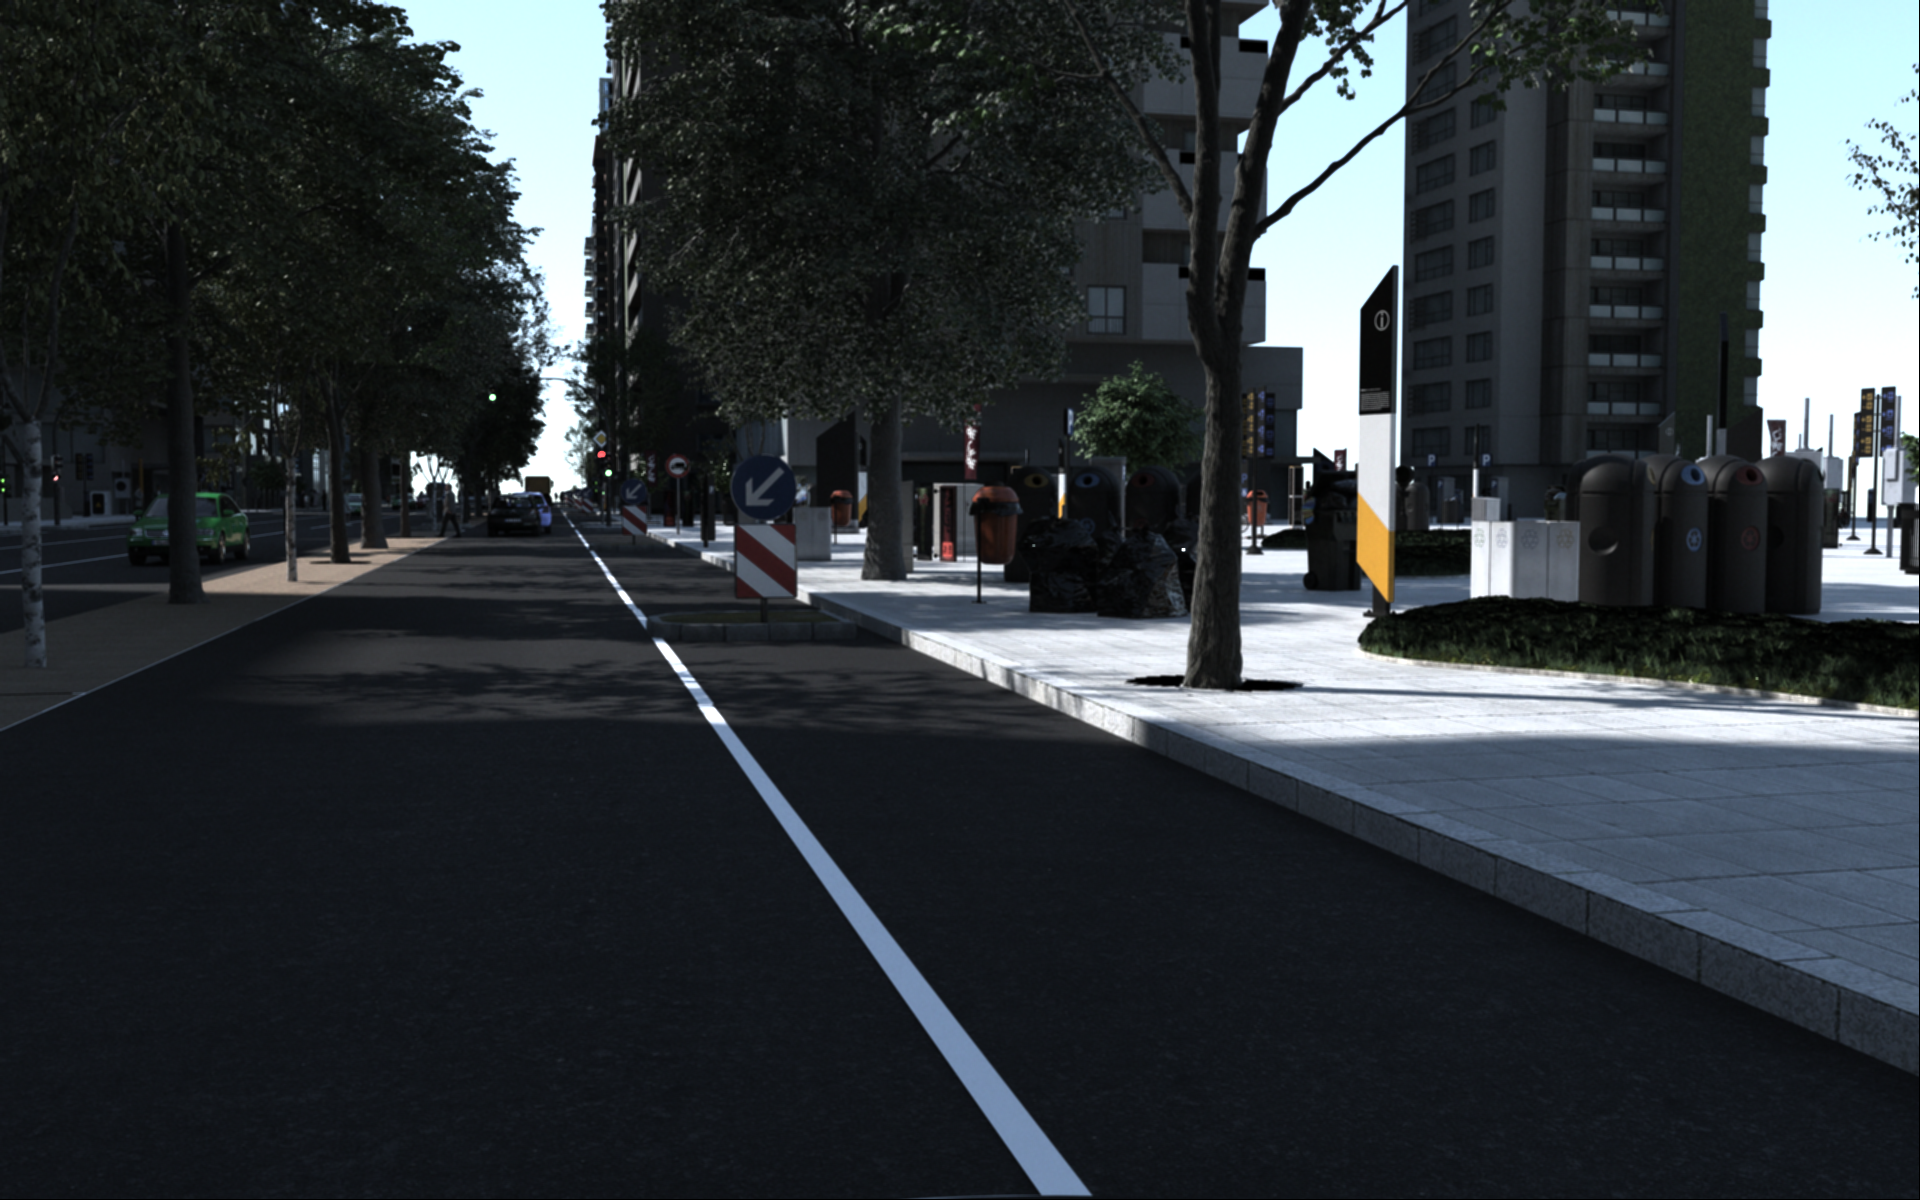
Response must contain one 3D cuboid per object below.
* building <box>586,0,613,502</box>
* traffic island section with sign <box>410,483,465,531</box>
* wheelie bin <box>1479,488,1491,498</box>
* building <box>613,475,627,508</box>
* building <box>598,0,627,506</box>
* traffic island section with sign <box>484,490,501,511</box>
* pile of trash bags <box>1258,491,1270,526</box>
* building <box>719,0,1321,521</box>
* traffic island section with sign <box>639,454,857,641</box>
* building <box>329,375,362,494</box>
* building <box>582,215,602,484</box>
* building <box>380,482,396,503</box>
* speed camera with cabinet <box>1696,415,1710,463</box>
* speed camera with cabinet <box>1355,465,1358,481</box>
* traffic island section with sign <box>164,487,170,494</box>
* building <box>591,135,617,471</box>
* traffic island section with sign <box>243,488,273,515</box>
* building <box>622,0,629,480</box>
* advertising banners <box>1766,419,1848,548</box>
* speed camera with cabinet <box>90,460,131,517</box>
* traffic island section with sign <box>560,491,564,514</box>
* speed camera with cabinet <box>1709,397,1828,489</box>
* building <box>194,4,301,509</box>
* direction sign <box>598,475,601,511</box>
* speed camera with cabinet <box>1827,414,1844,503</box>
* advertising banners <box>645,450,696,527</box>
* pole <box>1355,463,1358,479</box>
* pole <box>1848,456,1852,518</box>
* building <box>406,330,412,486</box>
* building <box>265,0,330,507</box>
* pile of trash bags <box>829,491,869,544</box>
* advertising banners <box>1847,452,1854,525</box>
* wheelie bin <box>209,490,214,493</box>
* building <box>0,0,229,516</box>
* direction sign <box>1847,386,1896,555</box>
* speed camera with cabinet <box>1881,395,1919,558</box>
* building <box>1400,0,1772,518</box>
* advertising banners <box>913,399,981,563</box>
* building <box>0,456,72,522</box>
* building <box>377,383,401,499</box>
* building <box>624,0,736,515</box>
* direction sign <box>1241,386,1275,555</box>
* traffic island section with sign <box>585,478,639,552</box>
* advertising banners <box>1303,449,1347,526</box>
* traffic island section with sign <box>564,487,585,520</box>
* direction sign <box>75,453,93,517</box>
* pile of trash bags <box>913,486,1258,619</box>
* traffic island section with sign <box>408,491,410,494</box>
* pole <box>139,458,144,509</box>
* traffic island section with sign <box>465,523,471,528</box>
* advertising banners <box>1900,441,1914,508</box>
[{"bbox_3d":[-45.174,-58.001,260.994,22.319,86.520,31.000,-1,4,-13],"label":"building"},{"bbox_3d":[-20.345,-3.599,66.988,2.006,1.907,1.989,-1,4,-13],"label":"traffic island section with sign"},{"bbox_3d":[26.443,-4.809,86.539,0.980,1.594,0.693,0,4,1],"label":"wheelie bin"},{"bbox_3d":[-16.813,-28.988,165.839,32.217,40.220,23.993,-1,4,-13],"label":"building"},{"bbox_3d":[-28.441,-45.674,185.022,20.563,71.187,20.611,-1,4,-13],"label":"building"},{"bbox_3d":[-39.396,-8.512,147.314,2.006,1.907,1.989,-1,4,-13],"label":"traffic island section with sign"},{"bbox_3d":[6.429,-2.201,45.736,3.447,1.369,1.912,0,4,1],"label":"pile of trash bags"},{"bbox_3d":[1.285,-30.832,93.335,27.495,52.752,28.713,-1,4,-13],"label":"building"},{"bbox_3d":[-2.210,-0.564,17.843,1.989,1.847,2.006,-1,4,-13],"label":"traffic island section with sign"},{"bbox_3d":[-85.920,-35.481,230.221,14.600,45.320,14.200,-1,4,-13],"label":"building"},{"bbox_3d":[-51.880,-41.152,292.448,23.786,49.044,30.456,-1,4,-13],"label":"building"},{"bbox_3d":[-98.217,-33.956,247.059,32.217,40.220,23.993,-1,4,-13],"label":"building"},{"bbox_3d":[19.233,-2.972,42.933,0.660,3.252,2.038,-2,4,-24],"label":"speed camera with cabinet"},{"bbox_3d":[25.148,-6.851,106.352,2.038,3.252,0.660,1,4,12],"label":"speed camera with cabinet"},{"bbox_3d":[-42.096,-5.117,92.285,1.989,1.847,2.006,-1,4,-13],"label":"traffic island section with sign"},{"bbox_3d":[-33.215,-34.007,210.644,22.147,44.769,28.867,-1,4,-13],"label":"building"},{"bbox_3d":[-48.538,-6.783,119.530,1.989,1.847,2.006,-1,4,-13],"label":"traffic island section with sign"},{"bbox_3d":[-20.879,-28.177,144.292,14.154,41.232,14.086,-1,4,-13],"label":"building"},{"bbox_3d":[19.844,-2.724,40.731,2.074,3.025,0.090,-1,4,-11],"label":"advertising banners"},{"bbox_3d":[-48.648,-6.409,99.115,2.038,3.252,0.660,0,4,-8],"label":"speed camera with cabinet"},{"bbox_3d":[-27.318,-7.034,123.638,1.989,1.847,2.006,-1,4,-13],"label":"traffic island section with sign"},{"bbox_3d":[16.647,-2.532,35.729,2.038,3.252,0.660,2,4,31],"label":"speed camera with cabinet"},{"bbox_3d":[-73.375,-32.761,155.259,23.786,49.044,30.456,-1,4,-13],"label":"building"},{"bbox_3d":[-28.077,-8.761,135.231,0.379,3.537,0.876,0,4,7],"label":"direction sign"},{"bbox_3d":[21.080,-3.000,43.393,0.660,3.252,2.038,-1,4,-20],"label":"speed camera with cabinet"},{"bbox_3d":[-11.402,-4.398,68.091,2.074,3.025,0.090,1,4,10],"label":"advertising banners"},{"bbox_3d":[26.165,-7.371,114.362,0.158,3.312,0.155,0,3,0],"label":"pole"},{"bbox_3d":[47.750,-6.061,92.942,0.158,3.312,0.155,0,3,0],"label":"pole"},{"bbox_3d":[-99.542,-36.993,288.431,14.154,41.232,14.086,-1,4,-13],"label":"building"},{"bbox_3d":[-79.887,-53.360,185.112,22.319,86.520,31.000,-1,4,-13],"label":"building"},{"bbox_3d":[-1.887,-2.083,43.813,3.447,1.369,1.912,2,4,33],"label":"pile of trash bags"},{"bbox_3d":[36.567,-4.594,71.307,0.090,3.025,2.074,1,4,17],"label":"advertising banners"},{"bbox_3d":[-58.339,-7.746,134.558,0.980,1.594,0.693,-1,4,-19],"label":"wheelie bin"},{"bbox_3d":[-64.465,-31.951,111.644,28.713,52.752,27.495,-1,4,-13],"label":"building"},{"bbox_3d":[19.457,-2.740,36.798,0.379,3.537,0.876,-1,4,-19],"label":"direction sign"},{"bbox_3d":[19.056,-2.433,34.118,0.660,3.252,2.038,0,4,-6],"label":"speed camera with cabinet"},{"bbox_3d":[34.296,-25.249,96.412,14.086,41.232,14.154,-1,4,-13],"label":"building"},{"bbox_3d":[-0.240,-2.237,32.767,0.090,3.025,2.074,-3,4,-38],"label":"advertising banners"},{"bbox_3d":[-60.248,-23.641,78.411,32.217,40.220,23.993,-1,4,-13],"label":"building"},{"bbox_3d":[-99.262,-39.525,269.941,21.300,48.544,21.600,-1,4,-13],"label":"building"},{"bbox_3d":[-11.812,-30.337,119.704,21.300,48.544,21.600,-1,4,-13],"label":"building"},{"bbox_3d":[6.266,-2.735,36.709,0.379,3.537,0.876,-1,4,-15],"label":"direction sign"},{"bbox_3d":[-8.456,-2.173,44.164,1.989,1.847,2.006,-1,4,-13],"label":"traffic island section with sign"},{"bbox_3d":[14.301,-4.423,68.497,2.074,3.025,0.090,3,4,36],"label":"advertising banners"},{"bbox_3d":[-21.093,-5.430,97.409,1.989,1.847,2.006,-1,4,-13],"label":"traffic island section with sign"},{"bbox_3d":[-48.916,-6.410,96.807,0.876,3.537,0.379,-3,5,-39],"label":"direction sign"},{"bbox_3d":[1.340,-0.593,19.452,1.912,1.369,3.447,-3,5,-42],"label":"pile of trash bags"},{"bbox_3d":[-79.164,-14.677,248.588,1.989,1.847,2.006,-1,4,-13],"label":"traffic island section with sign"},{"bbox_3d":[-46.507,-6.395,98.406,0.158,3.312,0.155,0,3,0],"label":"pole"},{"bbox_3d":[-22.046,-4.040,74.198,2.006,1.907,1.989,-1,4,-13],"label":"traffic island section with sign"},{"bbox_3d":[29.710,-3.511,53.600,2.074,3.025,0.090,-2,4,-24],"label":"advertising banners"}]
